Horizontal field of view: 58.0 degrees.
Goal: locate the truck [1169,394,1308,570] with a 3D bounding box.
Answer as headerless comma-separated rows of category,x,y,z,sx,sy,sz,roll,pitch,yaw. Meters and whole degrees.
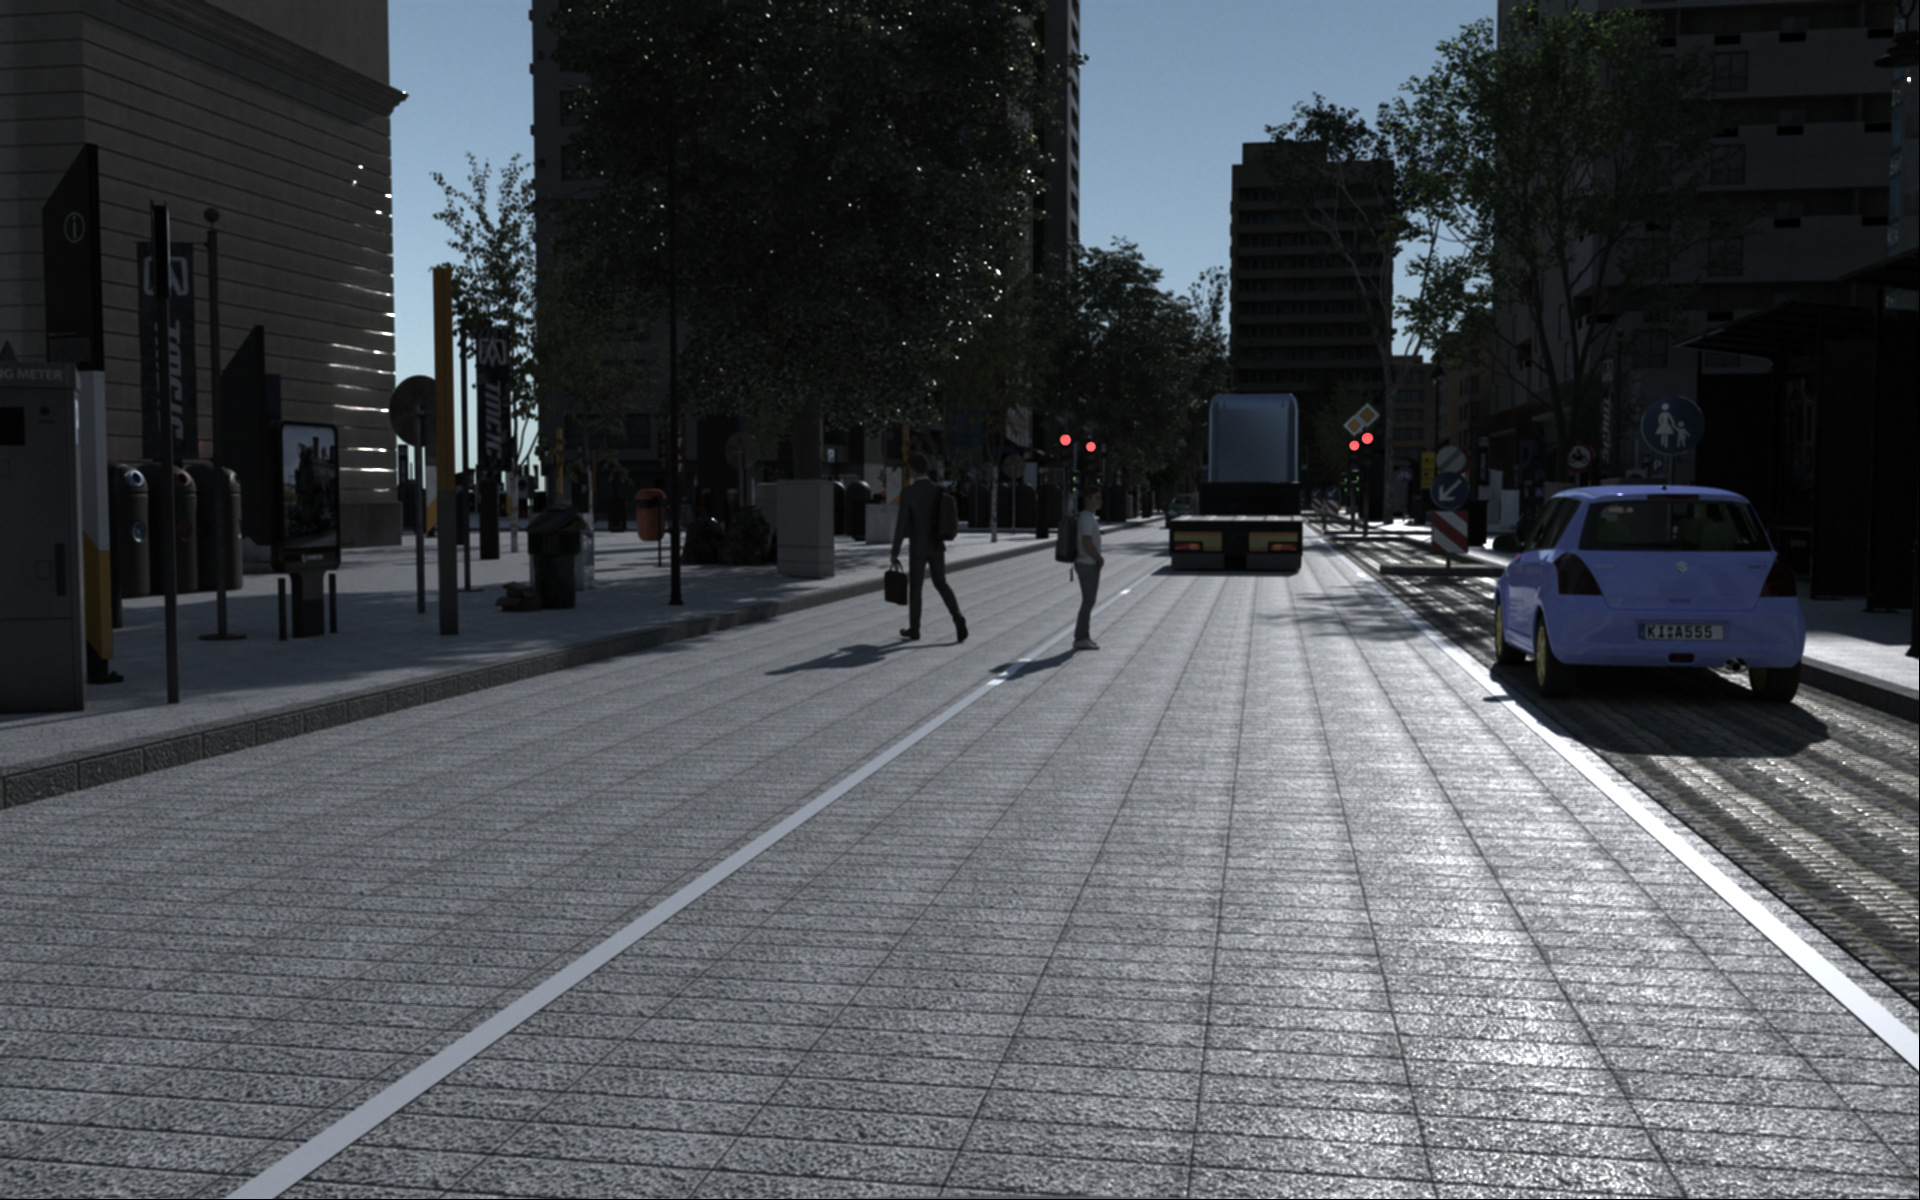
truck,6.808,-3.132,40.966,2.967,4.110,18.799,1,4,11

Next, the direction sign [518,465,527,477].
direction sign,-33.768,-8.680,133.916,0.379,3.537,0.876,3,5,44

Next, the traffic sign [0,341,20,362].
traffic sign,-8.080,-0.901,14.730,0.884,2.594,0.081,1,4,19

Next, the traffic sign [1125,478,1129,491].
traffic sign,13.189,-8.316,136.072,0.768,2.556,0.104,1,4,19

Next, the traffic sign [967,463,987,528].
traffic sign,0.616,-3.872,64.496,0.795,2.450,0.064,1,4,20

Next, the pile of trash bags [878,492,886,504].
pile of trash bags,-2.272,-3.641,69.281,1.912,1.369,3.447,-2,4,-34

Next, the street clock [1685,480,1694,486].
street clock,37.959,-5.232,90.111,0.358,2.002,0.471,-2,4,-31

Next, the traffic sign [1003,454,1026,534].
traffic sign,1.724,-3.385,55.452,0.768,2.556,0.104,1,4,19

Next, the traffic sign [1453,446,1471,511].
traffic sign,13.192,-2.814,46.123,0.768,2.556,0.104,1,4,11

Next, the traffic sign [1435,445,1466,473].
traffic sign,12.777,-2.757,45.189,0.768,2.556,0.104,1,4,12

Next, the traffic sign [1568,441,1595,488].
traffic sign,14.856,-2.542,41.667,0.768,2.556,0.104,1,4,15

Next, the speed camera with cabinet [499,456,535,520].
speed camera with cabinet,-22.169,-5.626,86.315,2.038,3.252,0.660,2,4,27

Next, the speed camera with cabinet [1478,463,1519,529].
speed camera with cabinet,20.141,-4.260,63.988,0.660,3.252,2.038,-2,4,-31

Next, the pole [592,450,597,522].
pole,-16.814,-5.248,79.655,0.158,3.312,0.155,0,3,0

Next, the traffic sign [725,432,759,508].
traffic sign,-4.469,-2.157,35.379,0.768,2.556,0.104,1,4,18

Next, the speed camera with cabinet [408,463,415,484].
speed camera with cabinet,-34.886,-7.003,108.832,0.660,3.252,2.038,2,4,32

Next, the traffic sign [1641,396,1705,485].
traffic sign,9.244,-1.371,22.527,0.768,2.556,0.104,1,4,18

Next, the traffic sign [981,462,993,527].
traffic sign,1.125,-4.172,68.316,0.768,2.556,0.104,1,4,11

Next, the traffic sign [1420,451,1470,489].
traffic sign,23.047,-5.408,82.297,2.265,3.308,0.079,1,4,13

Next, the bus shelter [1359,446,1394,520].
bus shelter,20.884,-5.884,87.483,1.731,3.624,6.357,1,4,10

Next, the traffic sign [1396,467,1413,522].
traffic sign,20.752,-4.942,80.906,0.768,2.556,0.104,1,4,16

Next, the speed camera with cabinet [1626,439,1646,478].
speed camera with cabinet,23.802,-4.194,62.912,2.038,3.252,0.660,1,4,22

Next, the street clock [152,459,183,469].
street clock,-13.667,-1.550,29.911,0.471,2.002,0.358,1,4,19

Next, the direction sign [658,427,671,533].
direction sign,-9.644,-4.001,57.412,0.876,3.537,0.379,2,4,29

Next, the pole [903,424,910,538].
pole,-1.570,-3.472,50.603,0.158,3.312,0.155,0,3,0

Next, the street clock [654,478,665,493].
street clock,-13.813,-4.592,79.655,0.471,2.002,0.358,1,4,23

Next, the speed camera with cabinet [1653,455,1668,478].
speed camera with cabinet,32.220,-5.290,80.825,0.660,3.252,2.038,-2,4,-25

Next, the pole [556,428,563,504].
pole,-12.426,-3.665,53.769,0.158,3.312,0.155,0,3,0

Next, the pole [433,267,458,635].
pole,-4.678,-1.340,15.749,0.158,3.312,0.155,0,3,0

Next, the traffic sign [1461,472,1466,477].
traffic sign,13.966,-2.860,48.898,0.606,2.300,0.079,1,4,19

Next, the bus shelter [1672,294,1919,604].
bus shelter,11.390,-1.993,23.876,1.731,3.624,6.357,1,4,10

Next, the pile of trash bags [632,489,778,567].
pile of trash bags,-4.425,-1.335,31.576,3.447,1.369,1.912,-3,5,-43

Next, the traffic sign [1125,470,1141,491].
traffic sign,9.399,-5.749,94.005,0.884,2.594,0.081,1,4,12

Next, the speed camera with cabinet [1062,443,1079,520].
speed camera with cabinet,4.289,-4.483,67.635,0.660,3.252,2.038,0,4,2

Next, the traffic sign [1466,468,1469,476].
traffic sign,17.741,-3.769,61.729,0.768,2.556,0.104,1,4,15

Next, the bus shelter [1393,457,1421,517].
bus shelter,24.464,-6.250,96.119,2.014,3.302,5.546,1,4,10

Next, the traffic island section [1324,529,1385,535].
traffic island section,13.883,-2.376,61.125,2.009,0.180,2.903,1,4,10

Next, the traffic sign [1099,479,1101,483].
traffic sign,9.099,-6.803,111.328,0.768,2.556,0.104,1,4,15

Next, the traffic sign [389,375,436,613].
traffic sign,-5.811,-1.131,18.604,0.768,2.556,0.104,1,4,18

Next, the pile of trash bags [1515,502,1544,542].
pile of trash bags,16.591,-2.276,46.966,3.447,1.369,1.912,-3,5,-42

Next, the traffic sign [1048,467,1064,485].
traffic sign,3.666,-3.922,66.257,0.606,2.300,0.079,1,4,16

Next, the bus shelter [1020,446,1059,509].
bus shelter,2.981,-4.995,75.586,2.014,3.302,5.546,1,4,10

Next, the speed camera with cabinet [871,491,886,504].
speed camera with cabinet,-3.409,-5.585,85.656,2.038,3.252,0.660,0,4,1

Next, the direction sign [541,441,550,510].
direction sign,-17.864,-5.057,74.686,0.379,3.537,0.876,-3,4,-38

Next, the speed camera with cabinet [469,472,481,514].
speed camera with cabinet,-30.876,-7.087,110.207,0.660,3.252,2.038,2,4,31

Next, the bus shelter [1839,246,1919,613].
bus shelter,9.798,-1.490,15.642,1.731,3.624,6.357,1,4,10

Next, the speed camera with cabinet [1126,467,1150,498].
speed camera with cabinet,10.925,-7.039,109.424,2.038,3.252,0.660,1,4,14

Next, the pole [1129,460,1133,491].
pole,9.924,-6.524,100.517,0.158,3.312,0.155,0,3,0

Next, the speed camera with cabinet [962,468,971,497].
speed camera with cabinet,0.417,-8.333,130.587,0.660,3.252,2.038,3,5,45

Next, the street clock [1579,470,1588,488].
street clock,15.111,-2.296,42.105,0.358,2.002,0.471,1,4,15

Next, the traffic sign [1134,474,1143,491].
traffic sign,10.914,-6.544,107.100,0.768,2.556,0.104,1,4,14
